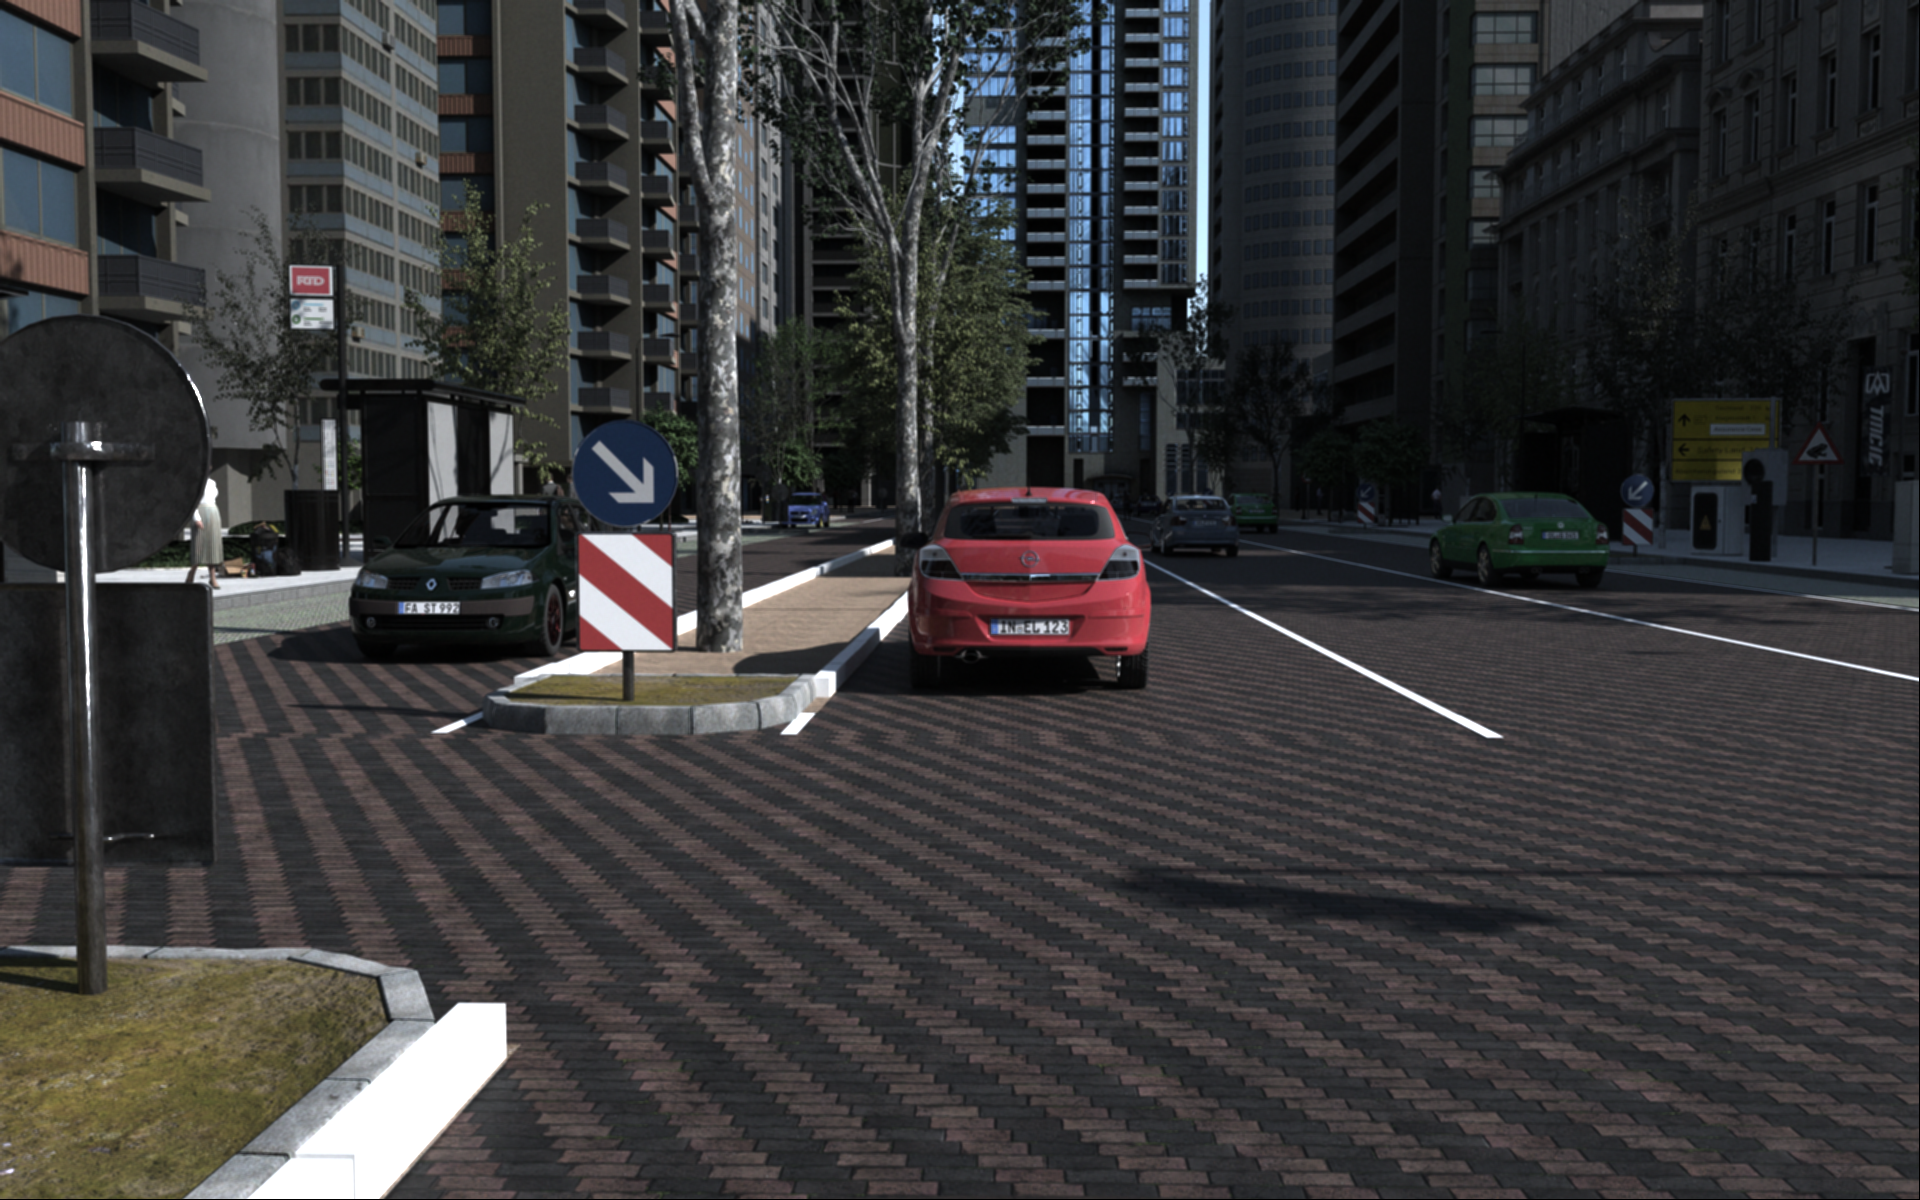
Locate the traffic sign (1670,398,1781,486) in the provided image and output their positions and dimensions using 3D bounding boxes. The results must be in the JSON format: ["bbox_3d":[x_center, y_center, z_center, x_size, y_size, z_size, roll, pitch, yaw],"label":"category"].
[{"bbox_3d":[16.284,-2.633,36.927,2.265,3.308,0.079,0,4,4],"label":"traffic sign"}]

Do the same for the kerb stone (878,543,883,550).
[{"bbox_3d":[-2.105,-1.297,43.445,0.120,0.150,1.000,0,4,2],"label":"kerb stone"}]

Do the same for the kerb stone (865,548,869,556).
[{"bbox_3d":[-2.235,-1.048,39.337,0.120,0.150,1.000,0,4,2],"label":"kerb stone"}]

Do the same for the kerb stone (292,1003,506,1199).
[{"bbox_3d":[-1.222,1.123,3.877,0.120,0.150,1.000,0,4,2],"label":"kerb stone"}]

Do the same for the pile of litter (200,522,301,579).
[{"bbox_3d":[-11.018,-0.793,26.930,1.176,0.858,1.719,3,5,43],"label":"pile of litter"}]

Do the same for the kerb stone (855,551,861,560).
[{"bbox_3d":[-2.295,-0.918,37.277,0.120,0.150,1.000,0,4,2],"label":"kerb stone"}]

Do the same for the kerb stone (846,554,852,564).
[{"bbox_3d":[-2.361,-0.796,35.230,0.120,0.150,1.000,0,4,2],"label":"kerb stone"}]

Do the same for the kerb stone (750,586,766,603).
[{"bbox_3d":[-2.741,-0.046,22.940,0.120,0.150,1.000,0,4,2],"label":"kerb stone"}]

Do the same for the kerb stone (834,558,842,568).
[{"bbox_3d":[-2.429,-0.672,33.186,0.120,0.150,1.000,0,4,2],"label":"kerb stone"}]

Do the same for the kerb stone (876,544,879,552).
[{"bbox_3d":[-2.135,-1.237,42.415,0.120,0.150,1.000,0,4,2],"label":"kerb stone"}]

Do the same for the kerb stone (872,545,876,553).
[{"bbox_3d":[-2.178,-1.174,41.390,0.120,0.150,1.000,0,4,2],"label":"kerb stone"}]

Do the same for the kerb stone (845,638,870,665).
[{"bbox_3d":[-0.887,0.463,14.667,0.120,0.150,1.000,0,4,2],"label":"kerb stone"}]

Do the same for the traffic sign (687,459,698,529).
[{"bbox_3d":[-9.520,-3.831,62.748,0.768,2.556,0.104,0,4,8],"label":"traffic sign"}]

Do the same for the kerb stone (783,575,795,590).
[{"bbox_3d":[-2.636,-0.233,26.021,0.120,0.150,1.000,0,4,2],"label":"kerb stone"}]

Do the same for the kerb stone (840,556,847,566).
[{"bbox_3d":[-2.394,-0.735,34.208,0.120,0.150,1.000,0,4,2],"label":"kerb stone"}]

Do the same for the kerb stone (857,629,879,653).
[{"bbox_3d":[-0.858,0.398,15.689,0.120,0.150,1.000,0,4,2],"label":"kerb stone"}]

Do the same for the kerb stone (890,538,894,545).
[{"bbox_3d":[-1.980,-1.550,47.541,0.120,0.150,1.000,0,4,2],"label":"kerb stone"}]

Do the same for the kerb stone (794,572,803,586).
[{"bbox_3d":[-2.616,-0.296,27.050,0.120,0.150,1.000,0,4,2],"label":"kerb stone"}]

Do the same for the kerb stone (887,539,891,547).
[{"bbox_3d":[-2.014,-1.482,46.519,0.120,0.150,1.000,0,4,2],"label":"kerb stone"}]

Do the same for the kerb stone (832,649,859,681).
[{"bbox_3d":[-0.921,0.523,13.643,0.120,0.150,1.000,0,4,2],"label":"kerb stone"}]

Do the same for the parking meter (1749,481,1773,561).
[{"bbox_3d":[15.311,-1.510,33.104,0.372,1.533,0.369,0,3,0],"label":"parking meter"}]

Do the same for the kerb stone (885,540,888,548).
[{"bbox_3d":[-2.041,-1.421,45.493,0.120,0.150,1.000,0,4,2],"label":"kerb stone"}]

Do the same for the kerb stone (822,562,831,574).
[{"bbox_3d":[-2.482,-0.543,31.142,0.120,0.150,1.000,0,4,2],"label":"kerb stone"}]

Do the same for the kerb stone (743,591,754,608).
[{"bbox_3d":[-2.768,0.018,21.909,0.120,0.150,1.000,0,4,2],"label":"kerb stone"}]

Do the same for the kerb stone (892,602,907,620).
[{"bbox_3d":[-0.724,0.153,19.794,0.120,0.150,1.000,0,4,2],"label":"kerb stone"}]

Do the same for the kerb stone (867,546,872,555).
[{"bbox_3d":[-2.203,-1.111,40.366,0.120,0.150,1.000,0,4,2],"label":"kerb stone"}]

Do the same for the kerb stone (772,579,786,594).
[{"bbox_3d":[-2.671,-0.171,24.998,0.120,0.150,1.000,0,4,2],"label":"kerb stone"}]

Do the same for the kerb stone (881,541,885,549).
[{"bbox_3d":[-2.076,-1.362,44.471,0.120,0.150,1.000,0,4,2],"label":"kerb stone"}]

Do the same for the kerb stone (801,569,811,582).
[{"bbox_3d":[-2.579,-0.360,28.076,0.120,0.150,1.000,0,4,2],"label":"kerb stone"}]

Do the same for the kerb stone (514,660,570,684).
[{"bbox_3d":[-3.060,0.584,12.678,0.120,0.150,1.000,0,4,2],"label":"kerb stone"}]

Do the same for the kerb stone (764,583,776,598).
[{"bbox_3d":[-2.707,-0.105,23.974,0.120,0.150,1.000,0,4,2],"label":"kerb stone"}]

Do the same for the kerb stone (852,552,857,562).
[{"bbox_3d":[-2.325,-0.860,36.252,0.120,0.150,1.000,0,4,2],"label":"kerb stone"}]

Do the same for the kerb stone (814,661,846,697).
[{"bbox_3d":[-0.957,0.588,12.617,0.120,0.150,1.000,0,4,2],"label":"kerb stone"}]

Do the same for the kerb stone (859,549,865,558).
[{"bbox_3d":[-2.264,-0.982,38.313,0.120,0.150,1.000,0,4,2],"label":"kerb stone"}]

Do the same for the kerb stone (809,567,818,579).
[{"bbox_3d":[-2.549,-0.420,29.098,0.120,0.150,1.000,0,4,2],"label":"kerb stone"}]

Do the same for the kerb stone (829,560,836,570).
[{"bbox_3d":[-2.457,-0.607,32.164,0.120,0.150,1.000,0,4,2],"label":"kerb stone"}]

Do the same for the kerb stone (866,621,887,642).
[{"bbox_3d":[-0.831,0.335,16.713,0.120,0.150,1.000,0,4,2],"label":"kerb stone"}]

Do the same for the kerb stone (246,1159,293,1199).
[{"bbox_3d":[-1.247,1.183,2.846,0.120,0.150,1.000,0,4,2],"label":"kerb stone"}]

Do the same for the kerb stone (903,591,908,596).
[{"bbox_3d":[-0.663,0.021,21.848,0.120,0.150,1.000,0,4,2],"label":"kerb stone"}]

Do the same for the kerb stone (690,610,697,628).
[{"bbox_3d":[-2.862,0.206,18.828,0.120,0.150,1.000,0,4,2],"label":"kerb stone"}]

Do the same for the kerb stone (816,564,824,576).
[{"bbox_3d":[-2.530,-0.482,30.121,0.120,0.150,1.000,0,4,2],"label":"kerb stone"}]

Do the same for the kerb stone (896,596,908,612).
[{"bbox_3d":[-0.699,0.084,20.825,0.120,0.150,1.000,0,4,2],"label":"kerb stone"}]

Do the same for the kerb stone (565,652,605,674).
[{"bbox_3d":[-3.009,0.526,13.699,0.120,0.150,1.000,0,4,2],"label":"kerb stone"}]

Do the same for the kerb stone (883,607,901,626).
[{"bbox_3d":[-0.765,0.213,18.768,0.120,0.150,1.000,0,4,2],"label":"kerb stone"}]

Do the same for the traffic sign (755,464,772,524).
[{"bbox_3d":[-8.371,-4.504,73.738,0.768,2.556,0.104,0,4,7],"label":"traffic sign"}]

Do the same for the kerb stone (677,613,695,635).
[{"bbox_3d":[-2.897,0.269,17.801,0.120,0.150,1.000,0,4,2],"label":"kerb stone"}]

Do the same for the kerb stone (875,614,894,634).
[{"bbox_3d":[-0.796,0.275,17.735,0.120,0.150,1.000,0,4,2],"label":"kerb stone"}]

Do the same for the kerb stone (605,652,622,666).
[{"bbox_3d":[-2.987,0.466,14.736,0.120,0.150,1.000,0,4,2],"label":"kerb stone"}]
